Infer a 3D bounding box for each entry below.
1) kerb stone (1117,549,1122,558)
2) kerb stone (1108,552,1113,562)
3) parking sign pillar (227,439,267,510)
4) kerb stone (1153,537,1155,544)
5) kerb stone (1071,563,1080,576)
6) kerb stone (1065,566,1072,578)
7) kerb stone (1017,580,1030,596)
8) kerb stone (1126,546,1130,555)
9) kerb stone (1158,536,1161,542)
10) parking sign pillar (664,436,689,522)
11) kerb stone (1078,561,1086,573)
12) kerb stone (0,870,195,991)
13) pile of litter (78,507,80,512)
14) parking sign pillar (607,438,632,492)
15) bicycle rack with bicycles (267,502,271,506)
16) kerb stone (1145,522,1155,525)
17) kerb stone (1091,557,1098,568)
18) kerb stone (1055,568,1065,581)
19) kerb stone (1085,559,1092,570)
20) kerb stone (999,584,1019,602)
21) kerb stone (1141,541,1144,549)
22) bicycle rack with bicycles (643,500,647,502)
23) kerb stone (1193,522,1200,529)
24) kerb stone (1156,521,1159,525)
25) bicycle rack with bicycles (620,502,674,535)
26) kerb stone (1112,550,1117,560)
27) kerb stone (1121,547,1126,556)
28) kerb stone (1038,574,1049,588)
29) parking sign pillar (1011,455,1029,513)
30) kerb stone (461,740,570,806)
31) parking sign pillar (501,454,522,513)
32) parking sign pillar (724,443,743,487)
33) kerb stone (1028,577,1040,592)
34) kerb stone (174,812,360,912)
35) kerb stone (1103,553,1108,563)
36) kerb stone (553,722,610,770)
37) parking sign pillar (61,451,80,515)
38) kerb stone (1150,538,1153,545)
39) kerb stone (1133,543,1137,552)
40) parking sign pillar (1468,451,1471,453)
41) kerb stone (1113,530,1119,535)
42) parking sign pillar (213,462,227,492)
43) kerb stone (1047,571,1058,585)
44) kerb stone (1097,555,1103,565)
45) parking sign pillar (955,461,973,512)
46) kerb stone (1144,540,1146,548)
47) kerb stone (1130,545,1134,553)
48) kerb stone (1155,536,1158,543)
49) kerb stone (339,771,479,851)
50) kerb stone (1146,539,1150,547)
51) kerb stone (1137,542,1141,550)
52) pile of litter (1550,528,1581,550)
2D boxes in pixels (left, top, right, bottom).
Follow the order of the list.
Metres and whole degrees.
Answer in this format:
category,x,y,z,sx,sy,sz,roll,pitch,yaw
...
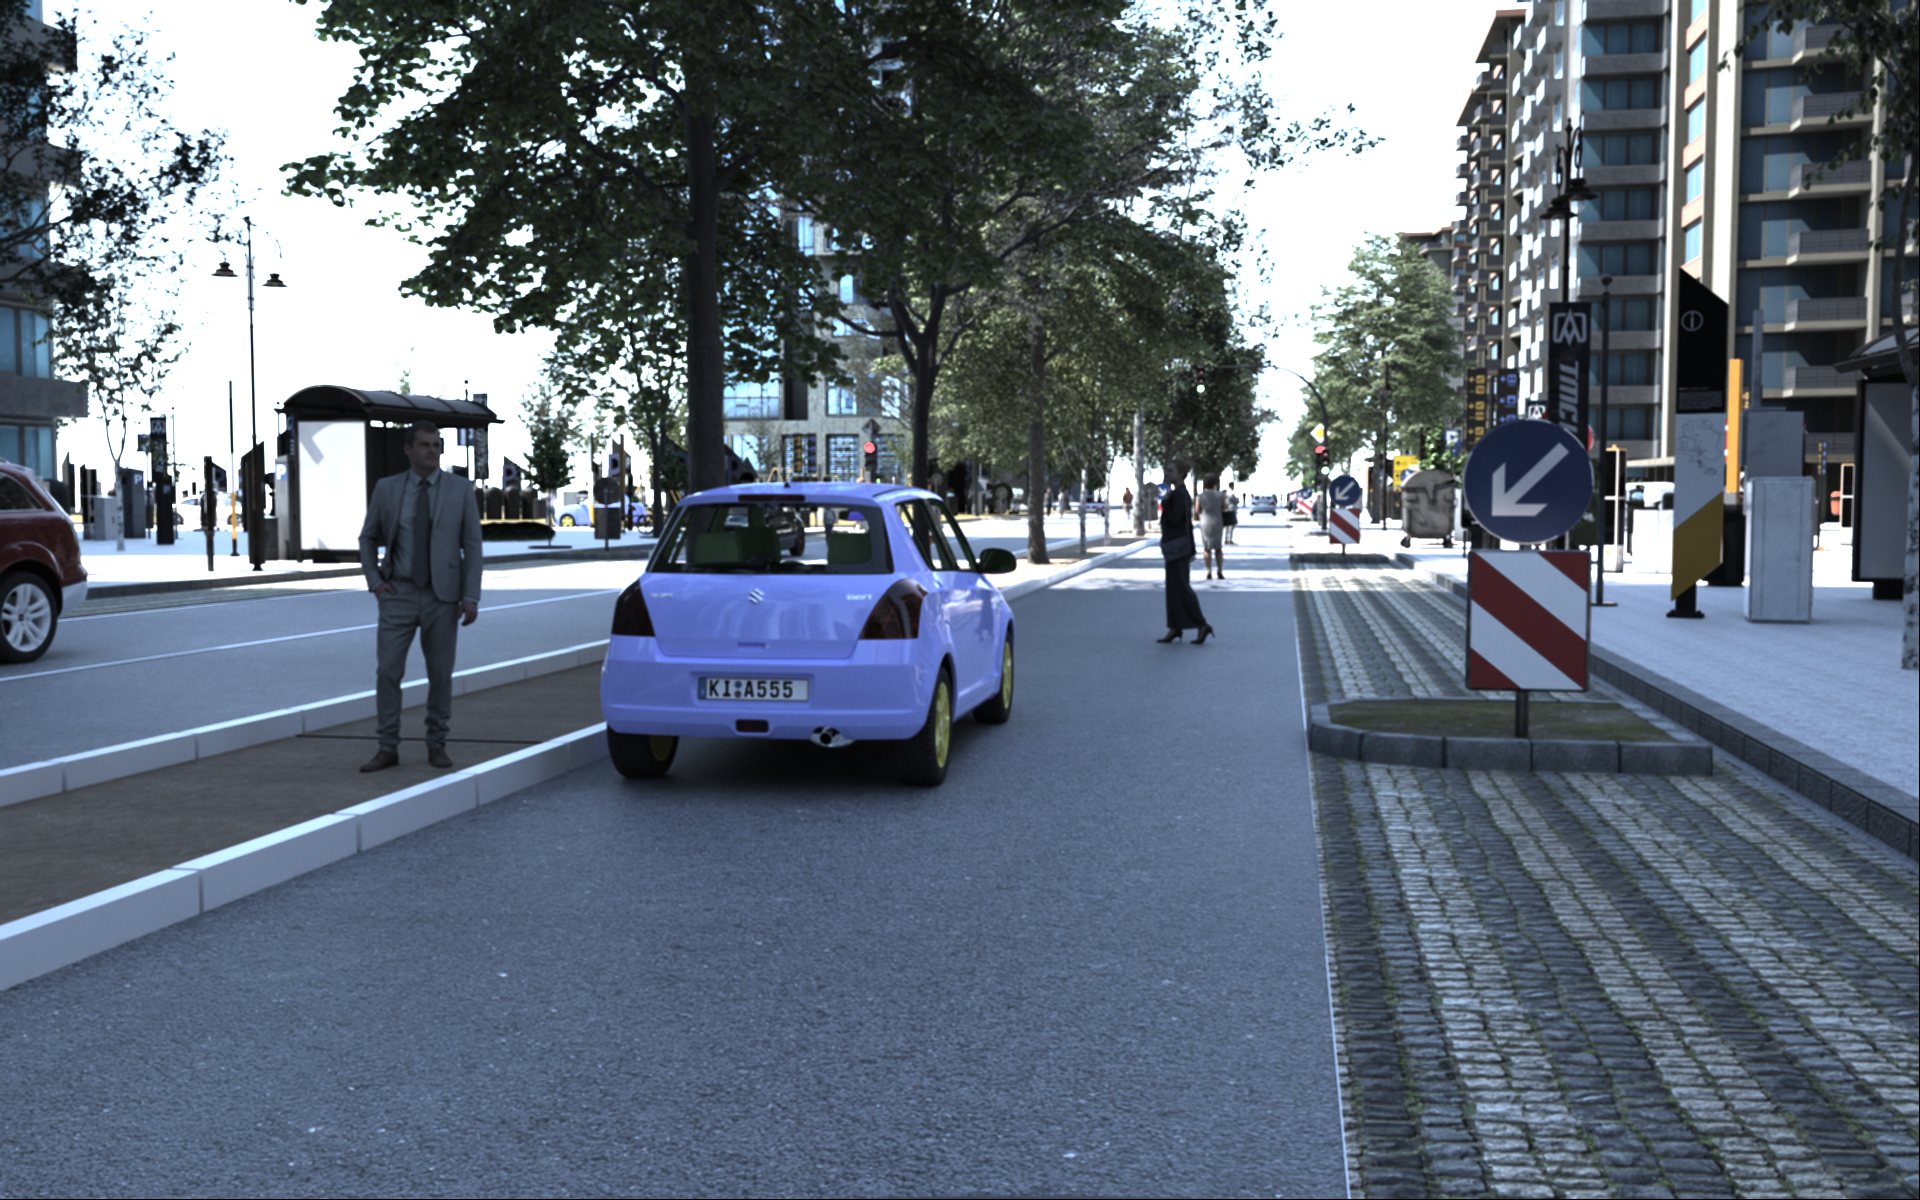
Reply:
category,x,y,z,sx,sy,sz,roll,pitch,yaw
kerb stone,3.460,-1.010,38.711,0.120,0.150,1.000,1,4,11
kerb stone,3.083,-0.887,36.695,0.120,0.150,1.000,1,4,11
parking sign pillar,-34.807,-5.911,85.113,1.447,3.967,1.447,2,4,34
kerb stone,5.332,-1.626,48.797,0.120,0.150,1.000,1,4,11
kerb stone,1.953,-0.511,30.640,0.120,0.150,1.000,1,4,11
kerb stone,1.762,-0.452,29.633,0.120,0.150,1.000,1,4,11
kerb stone,0.826,-0.146,24.590,0.120,0.150,1.000,1,4,11
kerb stone,3.842,-1.133,40.728,0.120,0.150,1.000,1,4,11
kerb stone,5.719,-1.743,50.805,0.120,0.150,1.000,1,4,11
parking sign pillar,-12.894,-5.569,79.532,1.447,3.967,1.447,-3,5,-39
kerb stone,2.146,-0.574,31.644,0.120,0.150,1.000,1,4,11
kerb stone,-2.746,1.028,5.428,0.120,0.150,1.000,1,4,11
pile of litter,-61.017,-6.572,121.416,1.176,0.858,1.719,2,4,35
parking sign pillar,-16.309,-5.783,83.027,1.447,3.967,1.447,3,4,37
bicycle rack with bicycles,-58.517,-7.989,143.998,2.925,0.926,2.852,3,5,41
kerb stone,8.430,-3.339,76.873,0.120,0.150,1.000,1,4,11
kerb stone,2.515,-0.701,33.658,0.120,0.150,1.000,1,4,11
kerb stone,1.577,-0.393,28.627,0.120,0.150,1.000,1,4,11
kerb stone,2.331,-0.639,32.649,0.120,0.150,1.000,1,4,11
kerb stone,0.639,-0.085,23.585,0.120,0.150,1.000,1,4,11
kerb stone,4.583,-1.380,44.762,0.120,0.150,1.000,1,4,11
bicycle rack with bicycles,-20.351,-6.145,113.848,2.925,0.926,2.852,-1,4,-13
kerb stone,10.313,-3.251,75.494,0.120,0.150,1.000,1,4,11
kerb stone,9.004,-3.529,79.901,0.120,0.150,1.000,1,4,11
bicycle rack with bicycles,-9.508,-2.580,55.567,2.925,0.926,2.852,1,4,14
kerb stone,3.264,-0.948,37.708,0.120,0.150,1.000,1,4,11
kerb stone,3.638,-1.069,39.718,0.120,0.150,1.000,1,4,11
kerb stone,1.200,-0.265,26.617,0.120,0.150,1.000,1,4,11
parking sign pillar,4.251,-8.051,120.101,1.447,3.967,1.447,3,4,37
kerb stone,-2.175,0.841,8.453,0.120,0.150,1.000,1,4,11
parking sign pillar,-30.247,-7.851,116.839,1.447,3.967,1.447,1,4,11
parking sign pillar,-11.484,-6.054,87.451,1.447,3.967,1.447,3,5,41
kerb stone,1.013,-0.208,25.596,0.120,0.150,1.000,1,4,11
kerb stone,-2.559,0.964,6.433,0.120,0.150,1.000,1,4,11
kerb stone,2.887,-0.825,35.683,0.120,0.150,1.000,1,4,11
kerb stone,-1.990,0.779,9.466,0.120,0.150,1.000,1,4,11
parking sign pillar,-55.667,-7.319,108.143,1.447,3.967,1.447,-3,5,-45
kerb stone,5.146,-1.565,47.788,0.120,0.150,1.000,1,4,11
kerb stone,4.207,-1.257,42.739,0.120,0.150,1.000,1,4,11
parking sign pillar,31.339,-7.157,105.491,1.447,3.967,1.447,3,4,37
kerb stone,5.334,-2.327,60.258,0.120,0.150,1.000,1,4,11
parking sign pillar,-56.616,-8.793,132.244,1.447,3.967,1.447,-2,4,-29
kerb stone,1.396,-0.332,27.620,0.120,0.150,1.000,1,4,11
kerb stone,2.704,-0.762,34.677,0.120,0.150,1.000,1,4,11
parking sign pillar,0.262,-8.166,121.994,1.447,3.967,1.447,-2,4,-29
kerb stone,4.762,-1.442,45.768,0.120,0.150,1.000,1,4,11
kerb stone,4.022,-1.195,41.734,0.120,0.150,1.000,1,4,11
kerb stone,5.520,-1.686,49.802,0.120,0.150,1.000,1,4,11
kerb stone,-2.366,0.902,7.448,0.120,0.150,1.000,1,4,11
kerb stone,4.957,-1.503,46.781,0.120,0.150,1.000,1,4,11
kerb stone,4.397,-1.319,43.757,0.120,0.150,1.000,1,4,11
pile of litter,10.085,-0.970,29.823,1.719,0.858,1.176,-3,4,-38
